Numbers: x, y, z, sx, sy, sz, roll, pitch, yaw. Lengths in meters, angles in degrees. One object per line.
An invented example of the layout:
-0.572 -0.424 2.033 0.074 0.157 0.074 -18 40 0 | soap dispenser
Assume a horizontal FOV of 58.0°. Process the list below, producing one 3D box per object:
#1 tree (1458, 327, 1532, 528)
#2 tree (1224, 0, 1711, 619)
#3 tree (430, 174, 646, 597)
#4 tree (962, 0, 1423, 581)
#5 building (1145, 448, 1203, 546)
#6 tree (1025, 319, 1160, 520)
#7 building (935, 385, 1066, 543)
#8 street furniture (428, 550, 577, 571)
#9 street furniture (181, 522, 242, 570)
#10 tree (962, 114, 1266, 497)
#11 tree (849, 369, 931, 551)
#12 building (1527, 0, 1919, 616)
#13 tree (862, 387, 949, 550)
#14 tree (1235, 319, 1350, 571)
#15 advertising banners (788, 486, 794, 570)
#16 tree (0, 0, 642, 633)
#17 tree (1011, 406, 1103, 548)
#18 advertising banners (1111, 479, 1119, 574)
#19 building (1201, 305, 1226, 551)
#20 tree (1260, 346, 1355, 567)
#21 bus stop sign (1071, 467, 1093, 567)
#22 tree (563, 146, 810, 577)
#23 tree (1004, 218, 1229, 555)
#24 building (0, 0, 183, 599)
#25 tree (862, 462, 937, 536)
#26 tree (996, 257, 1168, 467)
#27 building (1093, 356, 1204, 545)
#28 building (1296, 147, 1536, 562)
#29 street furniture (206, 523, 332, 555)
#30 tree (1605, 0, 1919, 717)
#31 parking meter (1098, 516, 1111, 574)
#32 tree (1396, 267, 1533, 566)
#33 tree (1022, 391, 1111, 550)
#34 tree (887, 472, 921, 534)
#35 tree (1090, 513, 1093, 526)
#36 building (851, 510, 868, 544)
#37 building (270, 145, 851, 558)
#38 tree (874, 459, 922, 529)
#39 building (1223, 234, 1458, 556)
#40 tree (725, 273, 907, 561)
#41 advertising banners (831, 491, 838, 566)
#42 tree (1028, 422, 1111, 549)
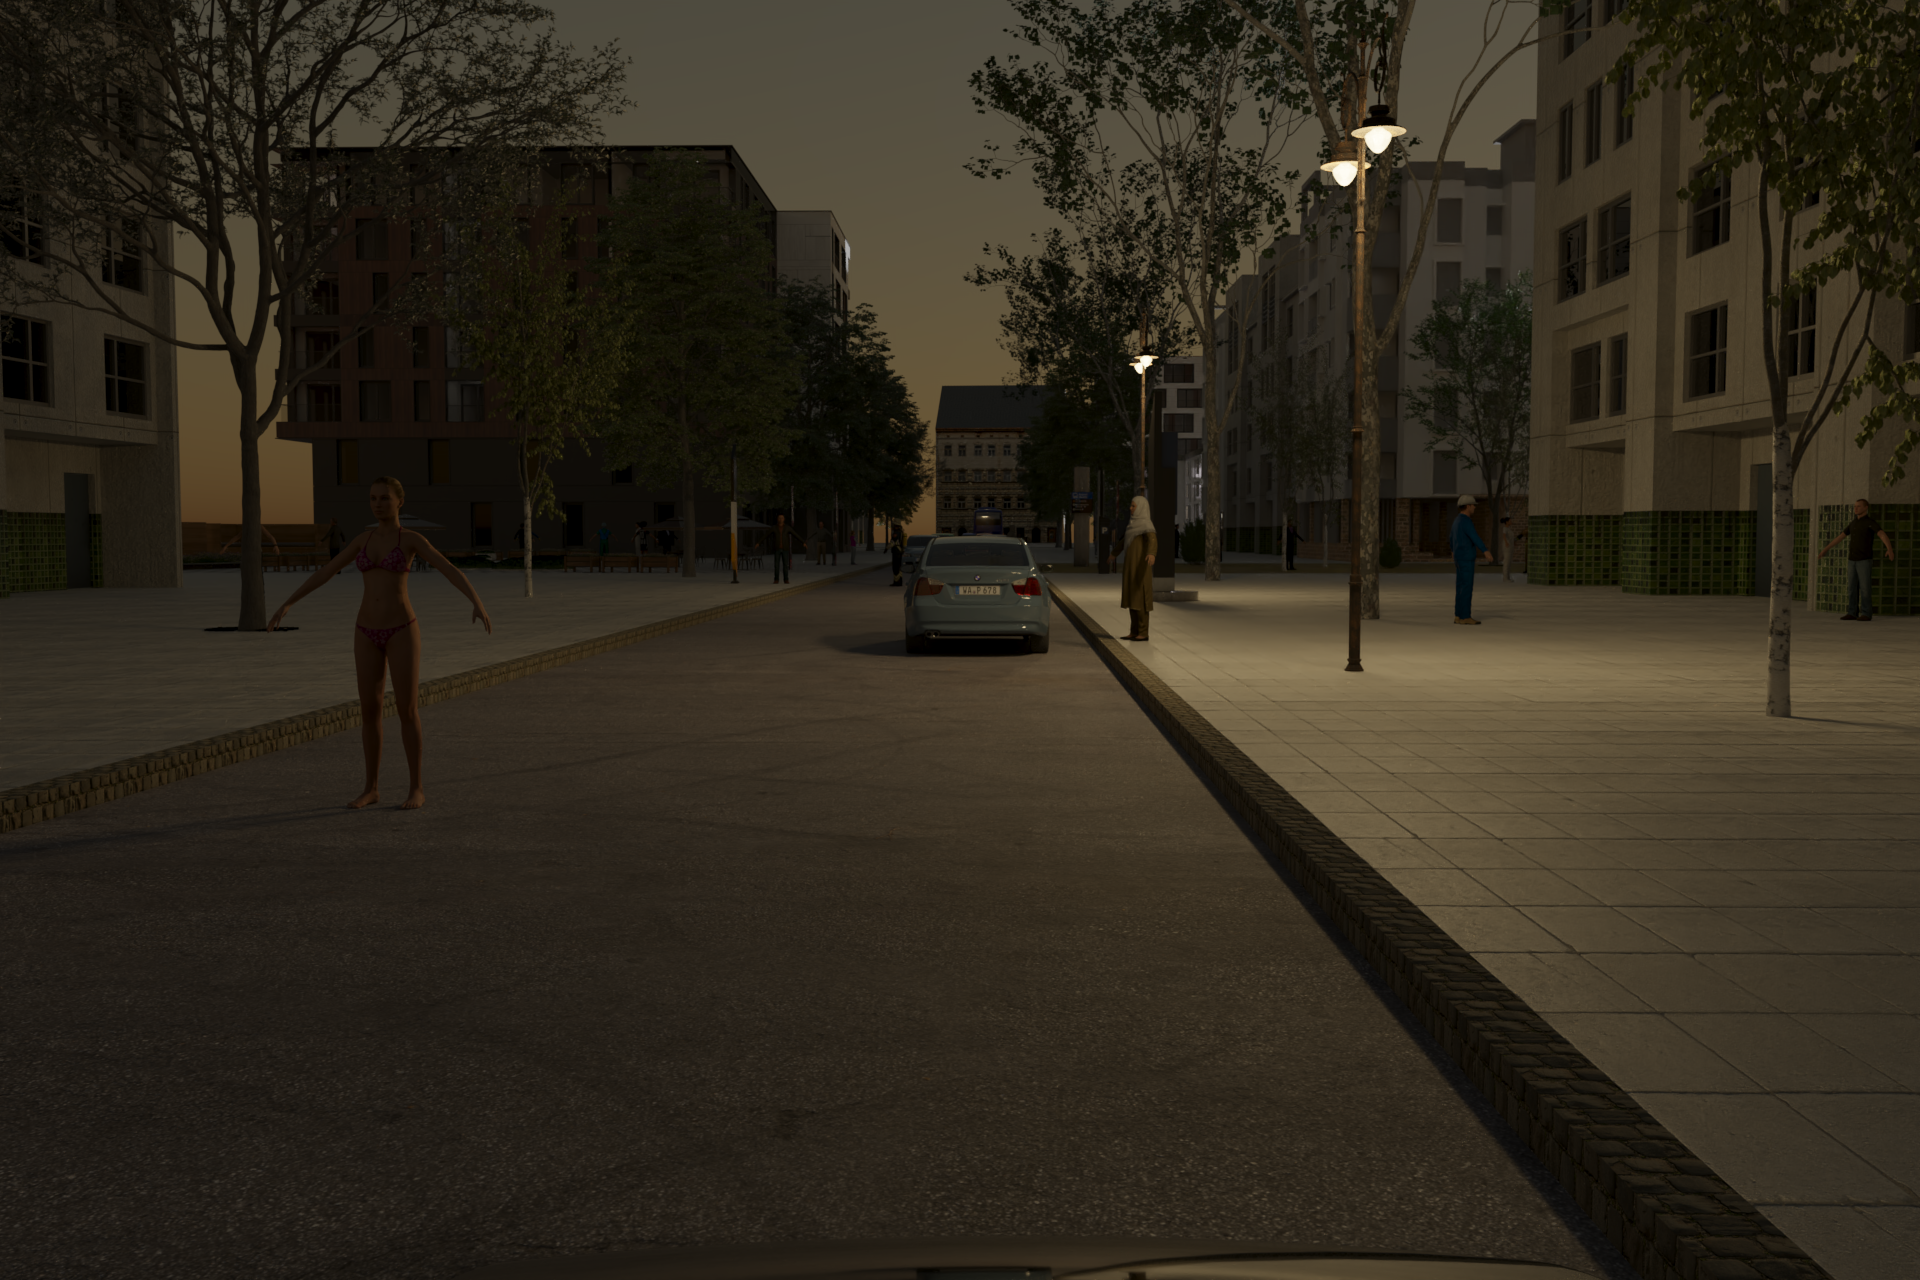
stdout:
19.490 -6.822 61.897 4.360 8.622 3.978 0 3 0 | tree
5.459 -10.300 24.288 12.611 20.169 13.585 0 3 0 | tree
-8.579 -5.187 35.172 4.737 8.622 4.395 0 3 0 | tree
5.817 -11.637 46.159 12.611 20.169 13.585 0 3 0 | tree
24.468 -14.757 183.425 9.099 9.664 28.070 0 4 1 | building
7.160 -10.632 91.967 7.486 12.596 7.792 0 3 0 | tree
6.369 -25.717 253.858 18.063 23.208 19.493 0 4 5 | building
-16.759 -3.071 65.831 5.734 0.657 10.072 0 4 -3 | street furniture
-29.513 -3.481 63.762 9.812 1.723 11.010 1 4 16 | street furniture
6.981 -13.667 79.351 12.611 20.169 13.585 0 3 0 | tree
-6.742 -13.666 130.099 9.857 13.997 8.962 0 3 0 | tree
22.595 -9.883 28.040 16.747 18.905 31.486 0 4 1 | building
-6.050 -14.268 143.650 12.009 13.543 11.850 0 3 0 | tree
11.064 -6.716 60.164 4.360 8.622 3.978 0 3 0 | tree
-6.090 -4.024 61.985 0.090 3.025 2.074 0 4 3 | advertising banners
-9.356 -6.872 22.723 12.009 13.543 11.850 0 3 0 | tree
9.271 -15.647 162.488 9.857 13.997 8.962 0 3 0 | tree
5.049 -3.678 56.321 0.090 3.025 2.074 0 4 1 | advertising banners
24.781 -17.348 140.066 16.016 20.090 11.380 0 4 1 | building
14.340 -7.121 66.798 4.360 8.622 3.978 0 3 0 | tree
4.789 -4.840 68.148 0.837 3.901 0.837 0 4 2 | bus stop sign
-8.502 -8.169 51.686 7.486 12.596 7.792 0 3 0 | tree
9.622 -15.138 103.400 12.611 20.169 13.585 0 3 0 | tree
-27.470 -9.737 25.660 16.747 18.905 31.486 0 4 1 | building
-6.228 -13.869 161.170 8.767 10.594 7.601 0 4 4 | tree
8.431 -16.165 120.187 12.611 20.169 13.585 0 3 0 | tree
30.376 -22.687 214.911 27.936 21.610 32.646 0 4 1 | building
23.159 -14.368 91.335 16.016 20.090 11.380 0 4 2 | building
-30.977 -4.183 75.241 11.010 1.723 9.812 0 4 0 | street furniture
5.897 -3.755 11.752 4.737 8.622 4.395 0 3 0 | tree
4.654 -3.056 55.671 0.399 1.863 0.255 0 4 2 | parking meter
21.298 -8.751 68.834 9.928 11.665 9.643 0 3 0 | tree
8.562 -13.356 136.503 7.486 12.596 7.792 0 3 0 | tree
-5.764 -12.489 154.564 4.737 8.622 4.395 0 3 0 | tree
21.694 -20.106 246.856 7.486 12.596 7.792 0 3 0 | tree
-21.350 -21.653 220.485 16.747 18.905 31.486 0 4 2 | building
-22.102 -16.136 107.801 27.936 21.610 32.646 0 4 1 | building
-9.232 -20.611 255.124 7.486 12.596 7.792 0 3 0 | tree
27.386 -14.943 110.775 16.747 18.905 31.486 0 4 1 | building
-7.231 -10.833 83.776 9.857 13.997 8.962 0 3 0 | tree
-5.072 -4.536 70.347 0.090 3.025 2.074 0 4 2 | advertising banners
9.682 -13.712 149.951 9.928 11.665 9.643 0 3 0 | tree
